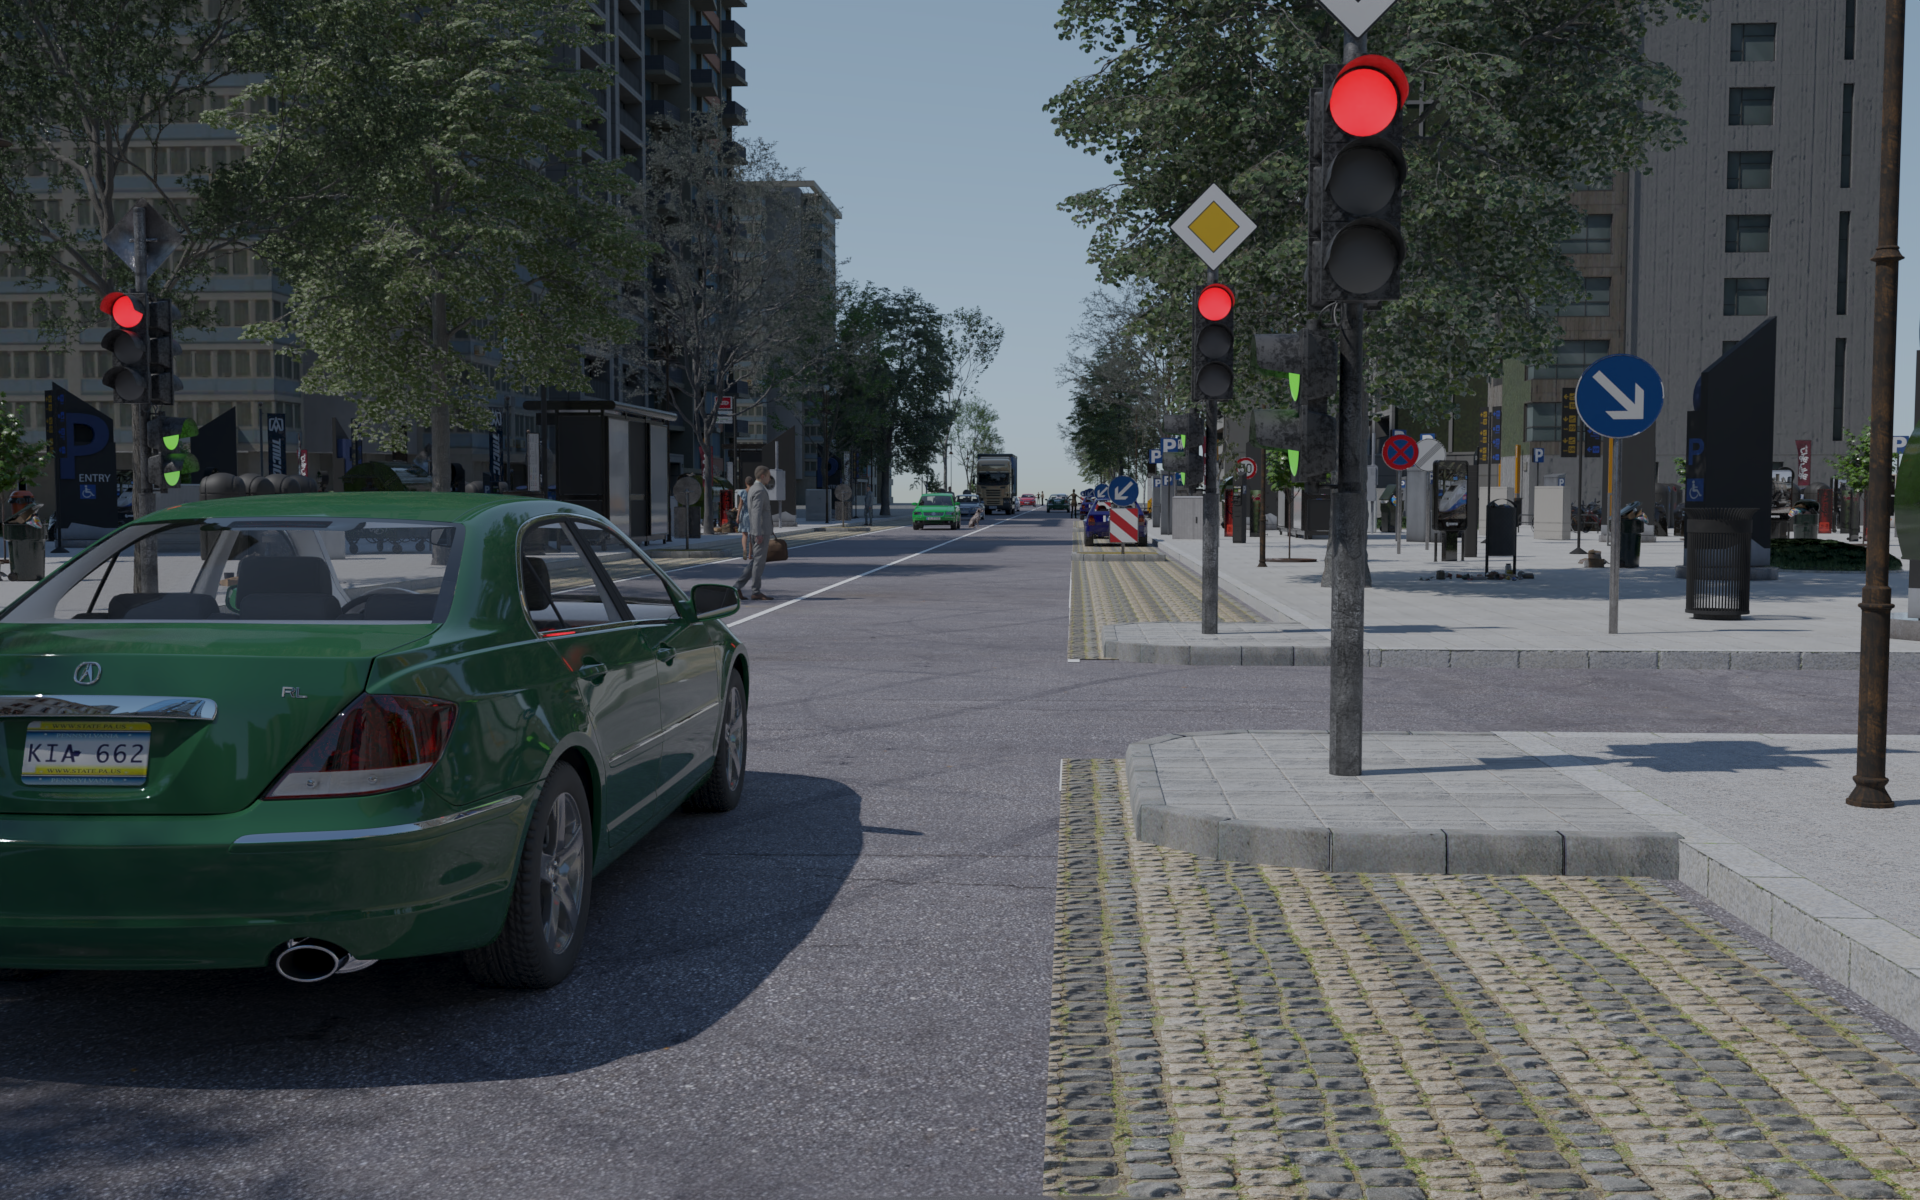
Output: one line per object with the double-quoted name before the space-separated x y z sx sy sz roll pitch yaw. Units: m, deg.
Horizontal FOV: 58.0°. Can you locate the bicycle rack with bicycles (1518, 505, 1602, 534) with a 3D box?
"bicycle rack with bicycles" 19.710 -2.671 57.058 2.852 0.926 2.925 -1 4 -18

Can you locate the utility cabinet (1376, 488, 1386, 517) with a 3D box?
"utility cabinet" 16.645 -3.612 67.742 1.173 1.500 0.318 0 4 2

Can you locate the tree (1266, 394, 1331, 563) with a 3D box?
"tree" 6.180 -2.331 32.714 1.663 3.219 1.824 0 3 0

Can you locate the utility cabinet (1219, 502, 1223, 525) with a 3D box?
"utility cabinet" 10.800 -3.752 70.024 1.173 1.500 0.318 3 4 37

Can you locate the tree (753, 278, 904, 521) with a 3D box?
"tree" -6.464 -9.635 83.280 9.928 11.665 9.643 0 3 0

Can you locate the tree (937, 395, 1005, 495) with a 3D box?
"tree" 0.966 -15.669 181.942 9.928 11.665 9.643 0 3 0

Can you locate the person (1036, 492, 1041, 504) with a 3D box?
"person" 11.152 -14.487 246.178 1.217 1.723 0.721 0 4 7

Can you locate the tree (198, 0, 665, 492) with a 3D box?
"tree" -9.164 -6.879 30.598 7.486 12.596 7.792 0 3 0

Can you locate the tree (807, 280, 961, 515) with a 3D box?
"tree" -4.463 -12.123 104.868 9.857 13.997 8.962 0 3 0

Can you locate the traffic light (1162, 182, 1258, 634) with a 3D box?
"traffic light" 2.275 -1.643 15.792 0.839 4.253 0.868 0 4 4

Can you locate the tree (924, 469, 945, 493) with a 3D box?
"tree" -2.151 -8.444 132.660 1.663 3.219 1.824 0 3 0

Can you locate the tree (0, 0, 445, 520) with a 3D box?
"tree" -10.436 -5.378 22.342 8.767 10.594 7.601 1 4 8

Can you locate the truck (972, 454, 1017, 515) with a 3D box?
"truck" 2.593 -8.140 121.995 2.839 4.237 11.283 0 4 4

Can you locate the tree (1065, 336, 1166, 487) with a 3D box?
"tree" 11.092 -12.523 122.885 7.486 12.596 7.792 0 3 0

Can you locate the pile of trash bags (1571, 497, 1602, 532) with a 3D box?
"pile of trash bags" 21.332 -3.121 60.788 1.912 1.369 3.447 0 4 -1

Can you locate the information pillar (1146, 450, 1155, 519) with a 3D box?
"information pillar" 10.004 -6.057 90.394 0.504 3.616 0.183 1 4 10

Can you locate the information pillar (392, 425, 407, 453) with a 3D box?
"information pillar" -18.108 -3.959 56.085 0.504 3.616 0.183 -1 4 -14

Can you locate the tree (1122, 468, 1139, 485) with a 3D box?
"tree" 11.559 -7.483 116.952 1.663 3.219 1.824 0 3 0

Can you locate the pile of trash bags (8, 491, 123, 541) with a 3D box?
"pile of trash bags" -23.984 -2.267 46.811 1.912 1.369 3.447 2 4 28

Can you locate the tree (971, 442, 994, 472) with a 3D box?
"tree" 3.460 -17.087 229.736 4.737 8.622 4.395 0 3 0

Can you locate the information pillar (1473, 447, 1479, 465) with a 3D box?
"information pillar" 25.500 -5.765 85.609 0.183 3.616 0.504 0 4 -7

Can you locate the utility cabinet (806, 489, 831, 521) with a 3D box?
"utility cabinet" -6.647 -4.444 81.341 1.173 1.500 0.318 0 4 6

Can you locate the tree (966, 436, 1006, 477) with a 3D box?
"tree" 4.269 -19.254 249.217 7.601 10.594 8.767 1 4 10

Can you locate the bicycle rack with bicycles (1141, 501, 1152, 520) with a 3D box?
"bicycle rack with bicycles" 9.970 -4.320 84.014 2.925 0.926 2.852 -1 4 -22

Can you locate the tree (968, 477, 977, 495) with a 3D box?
"tree" 1.396 -11.838 188.145 1.663 3.219 1.824 0 3 0

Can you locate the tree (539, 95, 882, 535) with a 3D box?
"tree" -7.952 -8.794 54.157 12.009 13.543 11.850 0 3 0

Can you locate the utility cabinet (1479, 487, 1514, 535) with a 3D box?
"utility cabinet" 16.416 -2.710 52.984 0.318 1.500 1.173 -2 4 -26

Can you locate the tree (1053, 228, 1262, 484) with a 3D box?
"tree" 9.411 -10.285 78.536 12.009 13.543 11.850 0 3 0

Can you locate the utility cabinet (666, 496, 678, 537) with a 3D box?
"utility cabinet" -8.975 -2.517 52.318 0.306 1.237 1.020 2 4 35

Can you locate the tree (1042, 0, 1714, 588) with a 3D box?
"tree" 5.307 -7.154 23.622 9.857 13.997 8.962 0 3 0

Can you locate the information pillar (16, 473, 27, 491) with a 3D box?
"information pillar" -32.078 -3.348 59.239 0.304 2.012 0.304 -3 4 -36

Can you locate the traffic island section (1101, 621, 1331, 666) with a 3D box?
"traffic island section" 2.314 0.390 15.904 2.009 0.180 2.903 0 4 4

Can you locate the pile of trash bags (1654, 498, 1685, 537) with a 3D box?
"pile of trash bags" 22.169 -2.598 52.236 3.447 1.369 1.912 2 4 28

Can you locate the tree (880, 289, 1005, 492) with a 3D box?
"tree" -2.530 -18.640 160.658 12.611 20.169 13.585 0 3 0

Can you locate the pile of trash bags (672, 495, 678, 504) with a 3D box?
"pile of trash bags" -13.318 -4.132 77.306 1.912 1.369 3.447 0 4 1

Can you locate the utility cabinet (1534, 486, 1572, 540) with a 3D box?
"utility cabinet" 16.586 -2.433 48.460 0.318 1.500 1.173 -1 4 -21

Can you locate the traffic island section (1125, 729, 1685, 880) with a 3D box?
"traffic island section" 1.787 0.877 7.936 2.009 0.180 2.903 0 4 4

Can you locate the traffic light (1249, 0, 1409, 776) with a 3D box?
"traffic light" 1.748 -1.156 7.824 0.839 4.253 0.868 0 4 4

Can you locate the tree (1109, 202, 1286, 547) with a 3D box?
"tree" 5.990 -5.570 41.430 4.360 8.622 3.978 0 3 0

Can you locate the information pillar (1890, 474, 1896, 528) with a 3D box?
"information pillar" 34.895 -3.690 64.818 0.304 2.012 0.304 3 5 44

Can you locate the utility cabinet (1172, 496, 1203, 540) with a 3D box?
"utility cabinet" 6.534 -2.315 49.009 1.020 1.237 0.306 1 4 21

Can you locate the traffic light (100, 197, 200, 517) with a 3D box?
"traffic light" -7.715 -1.683 16.434 0.839 4.253 0.868 0 4 4

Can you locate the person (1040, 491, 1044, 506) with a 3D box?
"person" 10.080 -12.480 212.560 0.705 1.823 1.348 -1 4 -19

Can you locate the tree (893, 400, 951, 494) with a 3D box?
"tree" -2.672 -10.821 127.281 4.360 8.622 3.978 0 3 0

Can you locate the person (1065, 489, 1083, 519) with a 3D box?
"person" 6.651 -5.595 100.692 1.217 1.735 0.721 1 4 23

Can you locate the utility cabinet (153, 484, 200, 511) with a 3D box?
"utility cabinet" -17.081 -1.792 37.984 1.173 1.500 0.318 -2 4 -28
